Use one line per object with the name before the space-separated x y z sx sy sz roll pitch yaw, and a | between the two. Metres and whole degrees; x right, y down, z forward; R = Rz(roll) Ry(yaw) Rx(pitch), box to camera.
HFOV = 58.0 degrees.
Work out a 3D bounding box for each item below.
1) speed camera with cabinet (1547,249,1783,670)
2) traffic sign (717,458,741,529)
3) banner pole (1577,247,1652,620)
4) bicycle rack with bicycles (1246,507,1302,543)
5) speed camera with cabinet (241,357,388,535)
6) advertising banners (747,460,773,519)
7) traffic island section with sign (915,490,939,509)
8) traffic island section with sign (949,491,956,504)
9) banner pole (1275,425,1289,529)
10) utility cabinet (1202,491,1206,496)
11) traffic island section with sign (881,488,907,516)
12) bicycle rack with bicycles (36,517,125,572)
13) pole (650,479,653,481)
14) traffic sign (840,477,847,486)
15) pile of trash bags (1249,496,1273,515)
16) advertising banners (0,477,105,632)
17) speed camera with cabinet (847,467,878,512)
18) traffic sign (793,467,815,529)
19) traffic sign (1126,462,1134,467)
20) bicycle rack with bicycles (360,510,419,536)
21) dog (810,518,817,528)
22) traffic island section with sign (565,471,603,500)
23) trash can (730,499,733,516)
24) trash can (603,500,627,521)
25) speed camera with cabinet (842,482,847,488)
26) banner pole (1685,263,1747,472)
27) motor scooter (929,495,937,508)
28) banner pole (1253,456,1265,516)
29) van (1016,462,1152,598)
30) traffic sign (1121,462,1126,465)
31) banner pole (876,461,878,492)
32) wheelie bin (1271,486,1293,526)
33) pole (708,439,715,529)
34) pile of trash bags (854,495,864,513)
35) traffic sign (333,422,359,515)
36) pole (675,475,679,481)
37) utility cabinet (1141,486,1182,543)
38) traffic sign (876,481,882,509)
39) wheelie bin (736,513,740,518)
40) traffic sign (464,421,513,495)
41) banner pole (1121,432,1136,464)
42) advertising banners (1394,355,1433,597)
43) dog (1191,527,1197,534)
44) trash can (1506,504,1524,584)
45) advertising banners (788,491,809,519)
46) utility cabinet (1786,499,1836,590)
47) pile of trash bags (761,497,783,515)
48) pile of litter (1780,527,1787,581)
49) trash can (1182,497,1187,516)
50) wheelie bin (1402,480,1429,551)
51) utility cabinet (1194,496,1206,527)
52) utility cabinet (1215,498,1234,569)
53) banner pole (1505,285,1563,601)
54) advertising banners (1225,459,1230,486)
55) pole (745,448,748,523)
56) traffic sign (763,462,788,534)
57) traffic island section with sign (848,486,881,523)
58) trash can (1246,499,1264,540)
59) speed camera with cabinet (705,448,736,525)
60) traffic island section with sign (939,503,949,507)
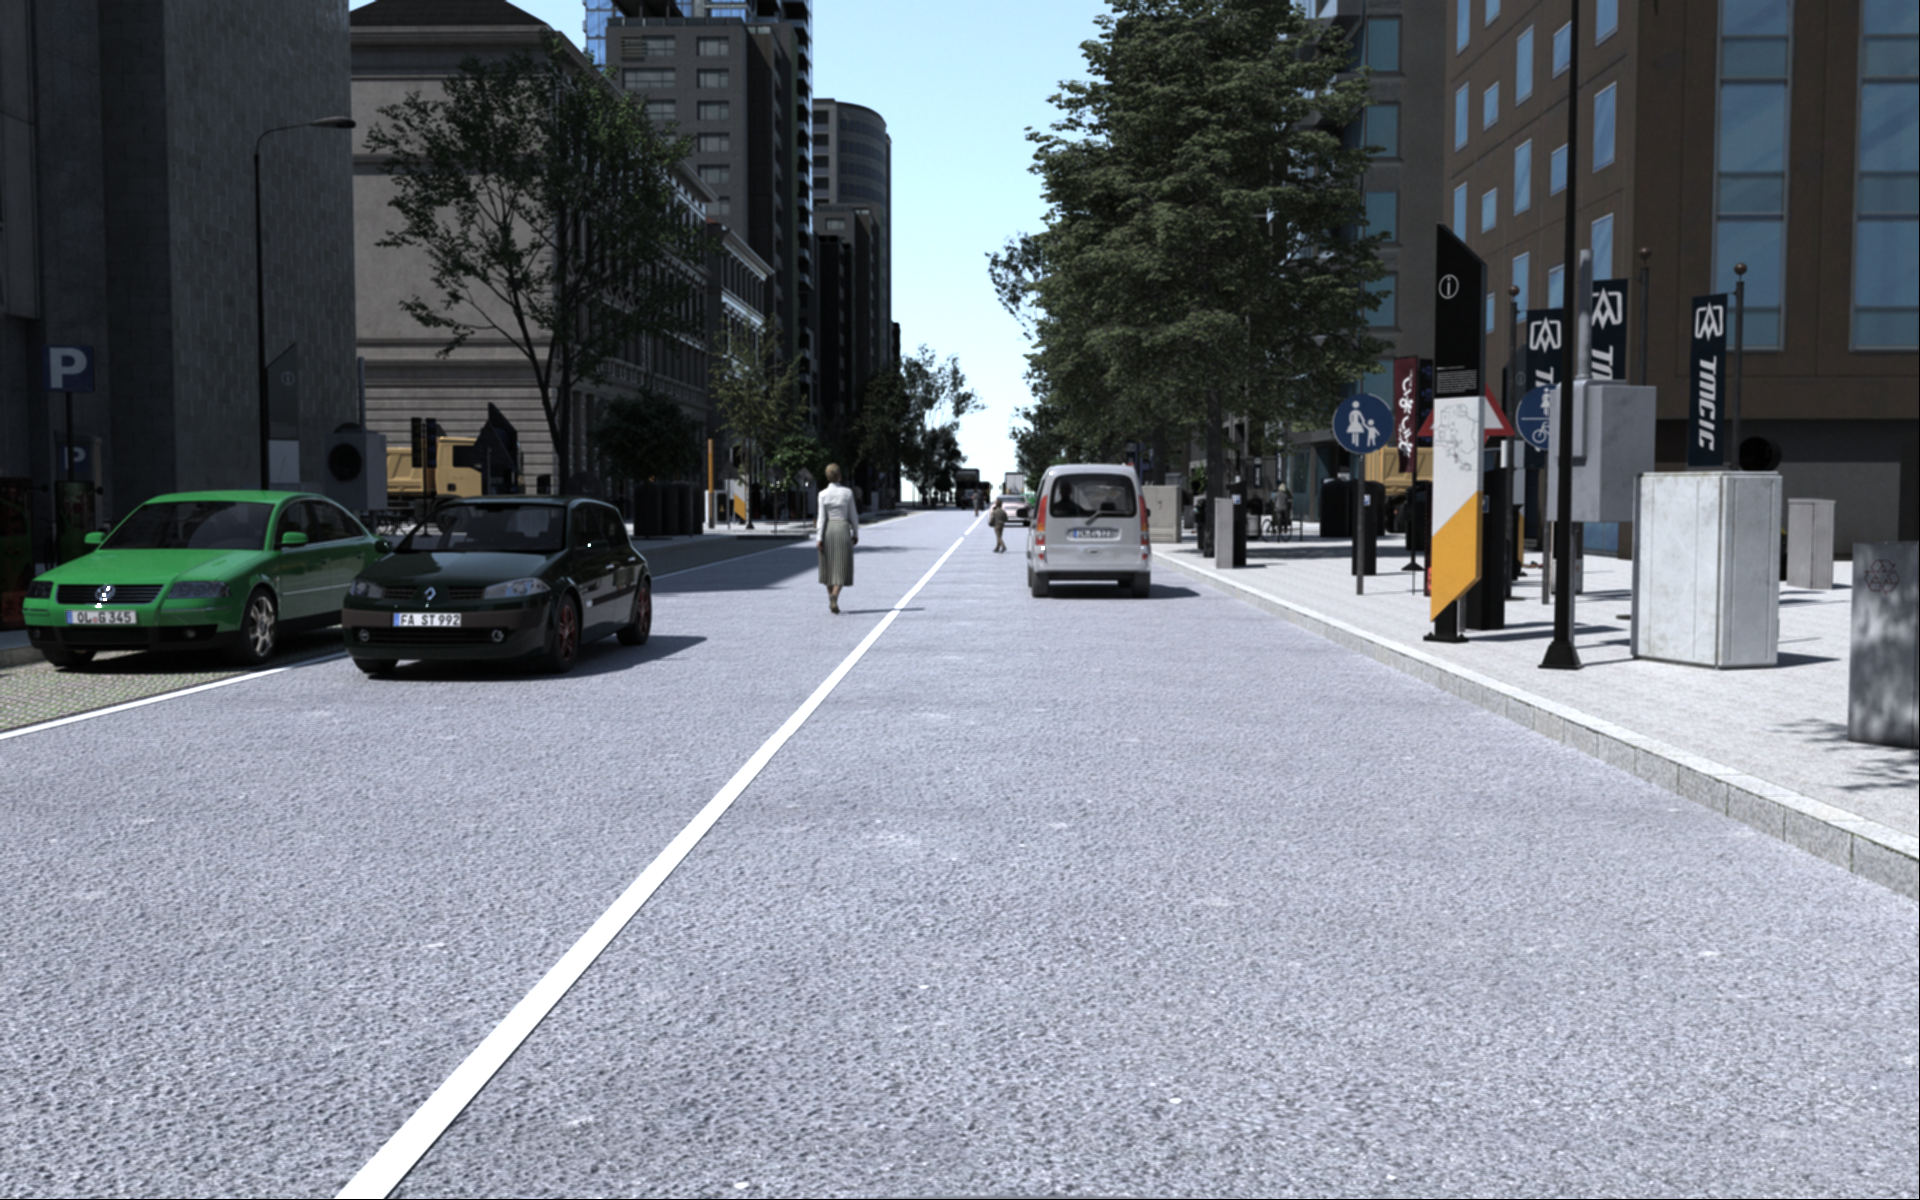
speed camera with cabinet | 5.464 -1.174 13.529 0.660 3.252 2.038 -1 4 -18
traffic sign | -8.386 -3.842 62.827 0.884 2.594 0.081 0 4 5
banner pole | 6.748 -1.699 17.788 0.863 3.779 0.401 2 4 30
bicycle rack with bicycles | 7.866 -2.034 46.631 2.852 0.926 2.925 2 4 31
speed camera with cabinet | -9.355 -1.879 25.055 2.038 3.252 0.660 1 4 13
advertising banners | -10.308 -5.613 87.955 2.074 3.025 0.090 1 4 22
traffic island section with sign | -3.236 -9.430 162.804 1.989 1.847 2.006 0 4 1
traffic island section with sign | -1.205 -14.462 245.074 1.989 1.847 2.006 0 4 1
banner pole | 11.730 -4.469 63.084 0.401 3.779 0.863 -2 4 -23
utility cabinet | 16.555 -6.623 116.967 0.318 1.500 1.173 0 4 -3
traffic island section with sign | -4.472 -6.383 112.989 1.989 1.847 2.006 0 4 1
bicycle rack with bicycles | -13.045 -0.847 27.235 2.852 0.926 2.925 -2 4 -32
pole | -11.700 -4.400 65.784 0.158 3.312 0.155 0 3 0
traffic sign | -7.051 -6.265 102.535 0.768 2.556 0.104 0 4 5
pile of trash bags | 18.232 -5.876 105.831 1.912 1.369 3.447 -3 5 -42
advertising banners | -8.872 -1.225 16.212 0.090 3.025 2.074 1 4 19
speed camera with cabinet | -6.978 -8.031 125.643 2.038 3.252 0.660 -1 4 -14
traffic sign | -5.672 -3.635 63.081 0.795 2.450 0.064 0 4 1
traffic sign | 6.904 -4.248 69.565 0.768 2.556 0.104 0 4 7
bicycle rack with bicycles | -18.178 -2.441 53.292 2.925 0.926 2.852 -1 4 -19
dog | -5.946 -3.210 72.671 0.550 0.427 0.748 -3 4 -38
traffic island section with sign | -6.522 -1.290 29.724 1.989 1.847 2.006 0 4 1
trash can | -13.334 -5.454 100.833 0.748 1.137 0.748 0 3 0
trash can | -8.394 -1.839 41.728 0.748 1.137 0.748 0 3 0
speed camera with cabinet | -8.208 -8.211 128.579 0.660 3.252 2.038 2 4 24
banner pole | 8.353 -1.777 19.078 0.401 3.779 0.863 -2 4 -26
motor scooter | -2.718 -9.962 175.650 0.815 1.314 1.986 0 4 3
banner pole | 17.285 -6.705 99.650 0.863 3.779 0.401 0 4 5
van | 1.837 -1.123 25.366 2.013 2.044 4.112 0 4 1
traffic sign | 5.171 -3.129 54.807 0.795 2.450 0.064 0 4 1
banner pole | -6.327 -8.690 132.096 0.401 3.779 0.863 0 4 -2
wheelie bin | 12.941 -3.787 69.830 0.980 1.594 0.693 -3 5 -41
pole | -9.219 -4.303 64.194 0.158 3.312 0.155 0 3 0
pile of trash bags | -7.405 -6.615 117.910 1.912 1.369 3.447 -2 4 -26
traffic sign | -10.825 -1.878 30.806 0.768 2.556 0.104 0 4 3
pole | -14.645 -5.862 89.692 0.158 3.312 0.155 0 3 0
utility cabinet | 5.222 -2.247 45.413 1.173 1.500 0.318 3 4 36
traffic sign | -6.273 -7.998 132.898 0.606 2.300 0.079 0 4 6
wheelie bin | -11.659 -5.145 92.029 0.980 1.594 0.693 0 4 -2
traffic sign | -8.365 -1.879 30.732 0.884 2.594 0.081 0 4 3
banner pole | 6.790 -4.910 70.296 0.863 3.779 0.401 -2 4 -26
advertising banners | 5.928 -1.542 21.407 0.090 3.025 2.074 -1 4 -19
dog | 8.147 -2.450 60.252 0.748 0.427 0.550 -1 4 -10
trash can | 7.628 -0.795 24.647 0.748 1.137 0.748 0 3 0
advertising banners | -8.532 -5.634 88.310 0.090 3.025 2.074 3 5 44
utility cabinet | 11.655 -0.768 23.725 0.306 1.237 1.020 1 4 8
pile of trash bags | -11.273 -5.797 104.528 3.447 1.369 1.912 -2 4 -24
pile of litter | 11.903 -0.726 25.829 1.719 0.858 1.176 0 4 6
trash can | 12.884 -5.442 100.623 0.748 1.137 0.748 0 3 0
wheelie bin | 10.450 -1.914 39.207 0.693 1.594 0.980 -1 4 -18
utility cabinet | 9.509 -3.490 68.231 0.306 1.237 1.020 -1 4 -14
utility cabinet | 4.604 -1.161 30.142 0.306 1.237 1.020 0 4 6
banner pole | 6.835 -1.880 20.760 0.863 3.779 0.401 3 4 36
advertising banners | 13.669 -5.505 86.201 0.090 3.025 2.074 3 4 36
pole | -9.591 -5.109 77.379 0.158 3.312 0.155 0 3 0
traffic sign | -5.869 -3.147 55.098 0.795 2.450 0.064 0 4 1
traffic island section with sign | -5.135 -4.735 86.042 1.989 1.847 2.006 0 4 1
trash can | 8.222 -2.288 49.060 0.748 1.137 0.748 0 3 0
speed camera with cabinet | -9.983 -4.849 73.614 0.660 3.252 2.038 2 4 31
traffic island section with sign | -2.559 -11.101 190.121 1.989 1.847 2.006 0 4 1
